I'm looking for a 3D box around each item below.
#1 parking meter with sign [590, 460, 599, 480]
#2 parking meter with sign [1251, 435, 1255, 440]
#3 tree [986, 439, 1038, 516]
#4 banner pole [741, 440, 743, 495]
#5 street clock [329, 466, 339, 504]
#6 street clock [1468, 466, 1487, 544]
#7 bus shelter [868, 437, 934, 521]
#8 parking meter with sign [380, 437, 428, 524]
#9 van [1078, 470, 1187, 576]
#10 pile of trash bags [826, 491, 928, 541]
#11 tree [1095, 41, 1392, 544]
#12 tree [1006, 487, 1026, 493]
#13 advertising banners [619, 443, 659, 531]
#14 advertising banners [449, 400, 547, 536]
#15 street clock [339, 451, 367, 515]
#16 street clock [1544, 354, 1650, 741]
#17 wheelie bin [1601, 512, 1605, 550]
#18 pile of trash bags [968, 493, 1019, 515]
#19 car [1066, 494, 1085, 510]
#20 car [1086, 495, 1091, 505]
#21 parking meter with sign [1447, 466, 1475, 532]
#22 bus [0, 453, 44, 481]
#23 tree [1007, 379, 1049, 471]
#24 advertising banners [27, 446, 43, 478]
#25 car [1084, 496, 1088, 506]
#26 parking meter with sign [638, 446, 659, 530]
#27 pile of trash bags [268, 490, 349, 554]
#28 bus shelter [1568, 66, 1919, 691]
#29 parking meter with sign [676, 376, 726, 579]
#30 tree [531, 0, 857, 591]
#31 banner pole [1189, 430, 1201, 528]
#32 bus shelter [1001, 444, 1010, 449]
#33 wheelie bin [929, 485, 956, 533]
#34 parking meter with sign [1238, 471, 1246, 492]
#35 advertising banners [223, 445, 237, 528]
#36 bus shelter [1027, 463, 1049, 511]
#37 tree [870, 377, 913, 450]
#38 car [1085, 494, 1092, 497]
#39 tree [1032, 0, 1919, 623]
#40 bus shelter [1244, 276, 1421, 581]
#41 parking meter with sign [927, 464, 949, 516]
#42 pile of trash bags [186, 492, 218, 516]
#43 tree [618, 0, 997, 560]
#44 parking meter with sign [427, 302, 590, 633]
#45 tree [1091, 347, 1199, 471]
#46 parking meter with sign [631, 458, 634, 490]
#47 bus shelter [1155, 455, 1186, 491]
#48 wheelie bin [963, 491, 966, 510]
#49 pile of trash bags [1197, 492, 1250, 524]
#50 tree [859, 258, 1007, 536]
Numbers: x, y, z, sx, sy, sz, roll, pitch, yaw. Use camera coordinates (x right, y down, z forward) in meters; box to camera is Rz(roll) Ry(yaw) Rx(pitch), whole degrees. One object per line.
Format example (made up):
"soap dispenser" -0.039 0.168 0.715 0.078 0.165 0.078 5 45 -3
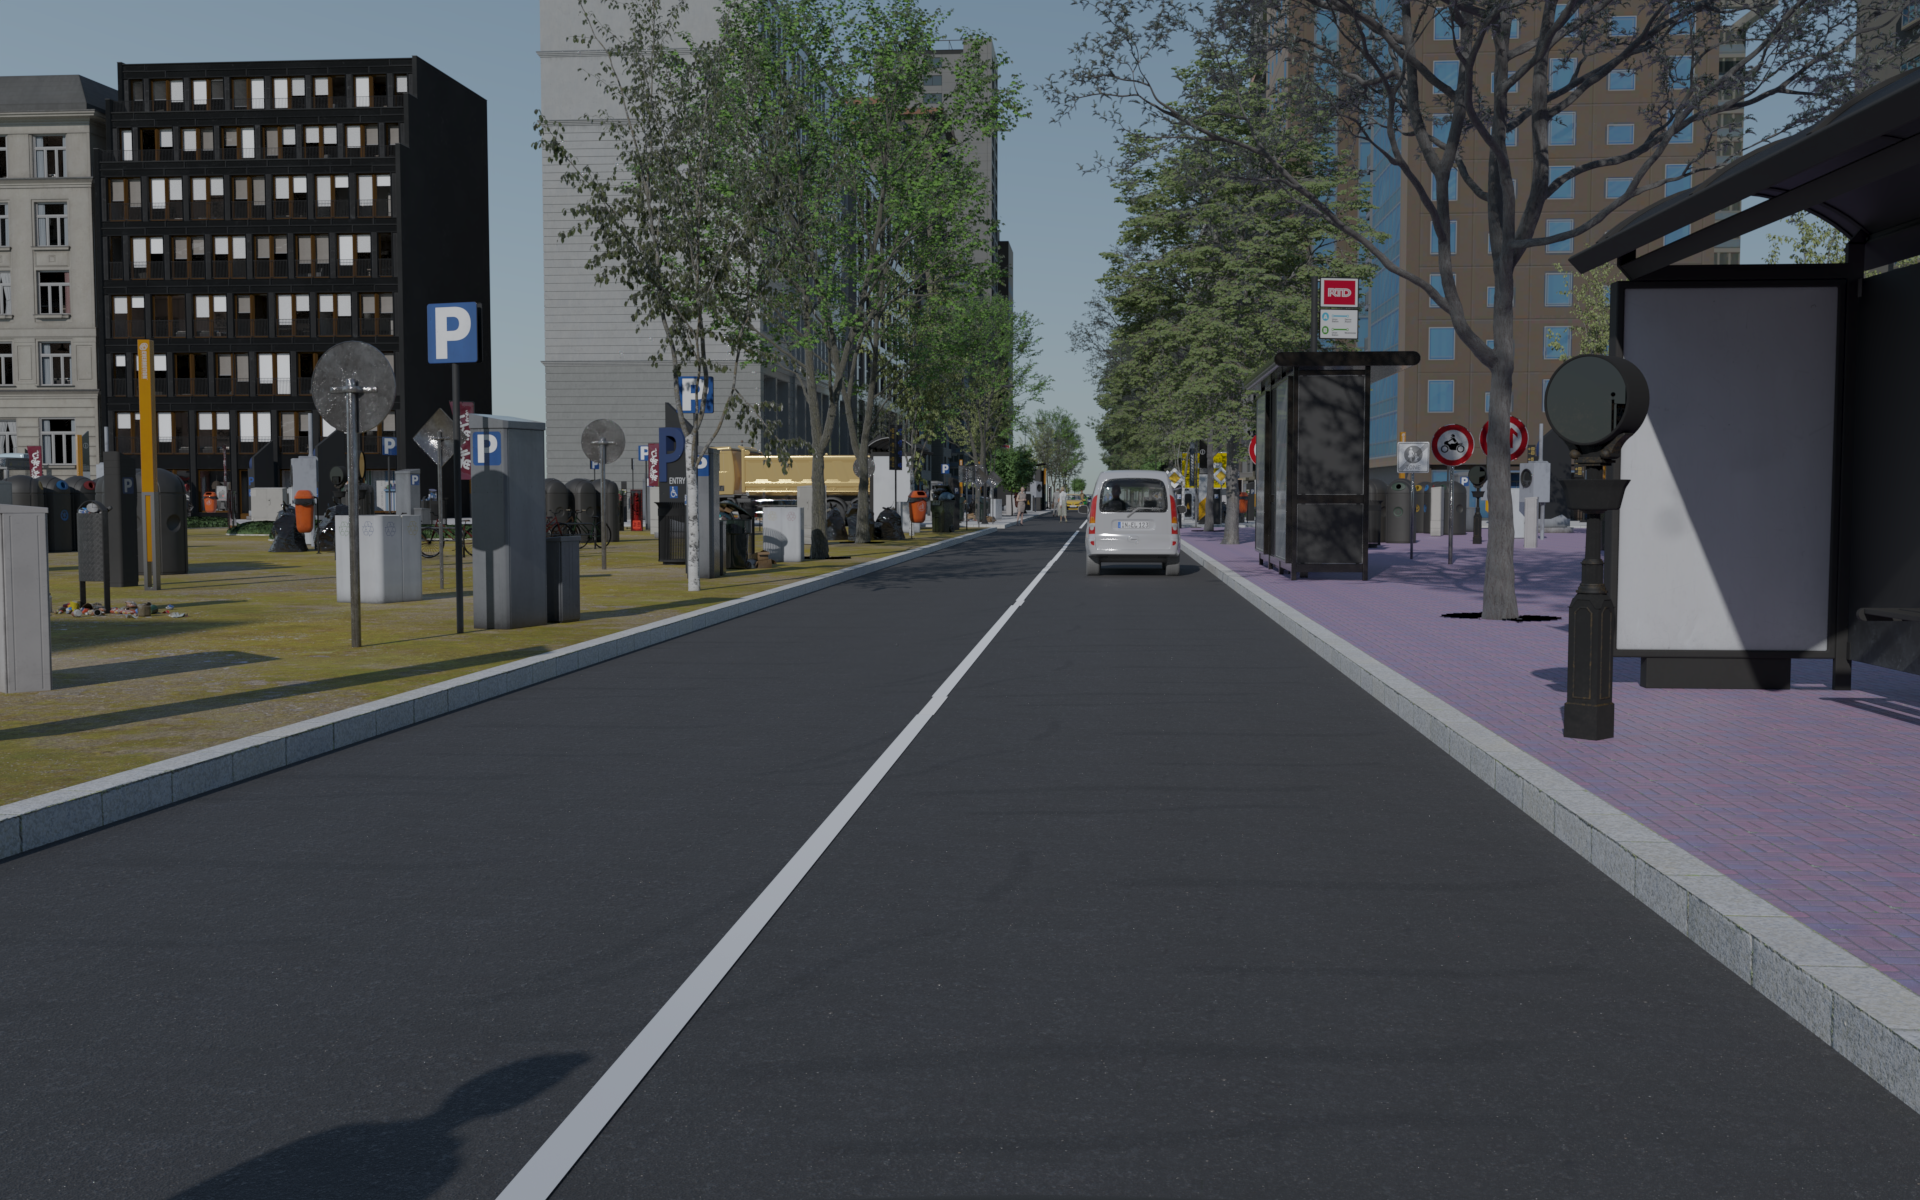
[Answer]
"parking meter with sign" -18.256 -5.350 83.736 1.738 3.016 0.543 2 4 33
"parking meter with sign" 9.382 -3.342 50.910 0.543 3.016 1.738 -3 4 -38
"tree" 3.084 -7.220 101.757 4.285 4.588 4.351 0 3 0
"banner pole" -10.092 -5.516 80.205 0.401 3.779 0.863 0 4 -4
"street clock" -16.101 -2.471 44.971 0.471 2.002 0.358 2 4 23
"street clock" 13.270 -2.434 44.373 0.471 2.002 0.358 2 4 34
"bus shelter" -2.242 -4.282 63.933 2.014 3.302 5.546 0 4 5
"parking meter with sign" -16.806 -3.450 52.675 1.738 3.016 0.543 2 4 33
"van" 3.157 -1.511 31.717 2.013 2.044 4.112 0 4 5
"pile of trash bags" -2.268 -2.388 48.793 3.447 1.369 1.912 -3 5 -43
"tree" 7.116 -7.718 44.315 7.486 12.596 7.792 0 3 0
"tree" 3.455 -7.053 109.919 1.663 3.219 1.824 0 3 0
"advertising banners" -11.175 -3.884 59.688 2.074 3.025 0.090 1 4 23
"advertising banners" -8.835 -2.263 33.195 0.090 3.025 2.074 3 5 43
"street clock" -10.116 -1.497 29.054 0.358 2.002 0.471 0 4 -6
"street clock" 3.314 -0.275 9.067 0.358 2.002 0.471 -3 5 -42
"wheelie bin" 14.804 -1.937 39.579 0.693 1.594 0.980 -1 4 -12
"pile of trash bags" 2.173 -5.861 105.587 3.447 1.369 1.912 0 4 5
"car" 9.121 -7.931 139.891 2.015 1.641 3.980 0 4 3
"car" 14.250 -11.305 197.423 1.945 1.354 3.894 0 4 3
"parking meter with sign" 17.039 -3.844 59.113 0.543 3.016 1.738 -1 4 -11
"bus" -44.909 -4.799 73.320 13.247 3.499 2.948 0 4 6
"tree" 1.543 -8.851 95.074 4.737 8.622 4.395 0 3 0
"advertising banners" -32.573 -4.057 62.513 2.074 3.025 0.090 0 4 -3
"car" 12.333 -10.429 179.313 1.959 1.807 4.718 0 4 7
"parking meter with sign" -11.139 -4.082 62.995 0.543 3.016 1.738 1 4 8
"pile of trash bags" -14.443 -1.759 38.518 1.912 1.369 3.447 -1 4 -17
"bus shelter" 4.849 -0.913 8.850 2.014 3.302 5.546 0 4 5
"parking meter with sign" -3.910 -1.850 26.510 0.543 3.016 1.738 0 4 0
"tree" -3.470 -4.413 22.515 4.360 8.622 3.978 0 3 0
"banner pole" 8.873 -4.630 65.719 0.401 3.779 0.863 -1 4 -17
"bus shelter" 4.611 -10.073 142.320 2.179 5.291 8.768 0 4 5
"wheelie bin" -0.574 -3.051 57.790 0.980 1.594 0.693 3 5 41
"parking meter with sign" 21.743 -8.217 130.602 1.738 3.016 0.543 2 4 26
"advertising banners" -26.340 -4.054 62.472 0.090 3.025 2.074 -1 4 -12
"bus shelter" 5.828 -8.619 132.198 1.731 3.624 6.357 0 4 5
"tree" -4.766 -9.303 102.465 4.360 8.622 3.978 0 3 0
"car" 16.402 -12.895 221.061 2.015 1.641 3.980 0 4 4
"tree" 5.397 -6.543 17.347 12.009 13.543 11.850 0 3 0
"bus shelter" 6.077 -3.185 29.706 2.179 5.291 8.768 0 4 5
"parking meter with sign" -1.337 -6.434 101.454 0.543 3.016 1.738 -2 4 -34
"pile of trash bags" -35.118 -4.181 78.119 3.447 1.369 1.912 0 4 5
"tree" -2.656 -6.621 34.011 9.928 11.665 9.643 0 3 0
"parking meter with sign" -4.316 -1.248 16.659 0.543 3.016 1.738 1 4 21
"tree" 14.283 -13.620 129.339 9.857 13.997 8.962 0 3 0
"parking meter with sign" -15.115 -5.396 84.480 1.738 3.016 0.543 0 4 -5
"bus shelter" 12.910 -7.016 105.990 1.731 3.624 6.357 0 4 5
"wheelie bin" 0.065 -7.923 137.441 0.693 1.594 0.980 -3 5 -41
"pile of trash bags" 11.871 -4.098 76.756 1.912 1.369 3.447 -1 4 -18
"tree" -1.258 -6.296 53.300 4.737 8.622 4.395 0 3 0
